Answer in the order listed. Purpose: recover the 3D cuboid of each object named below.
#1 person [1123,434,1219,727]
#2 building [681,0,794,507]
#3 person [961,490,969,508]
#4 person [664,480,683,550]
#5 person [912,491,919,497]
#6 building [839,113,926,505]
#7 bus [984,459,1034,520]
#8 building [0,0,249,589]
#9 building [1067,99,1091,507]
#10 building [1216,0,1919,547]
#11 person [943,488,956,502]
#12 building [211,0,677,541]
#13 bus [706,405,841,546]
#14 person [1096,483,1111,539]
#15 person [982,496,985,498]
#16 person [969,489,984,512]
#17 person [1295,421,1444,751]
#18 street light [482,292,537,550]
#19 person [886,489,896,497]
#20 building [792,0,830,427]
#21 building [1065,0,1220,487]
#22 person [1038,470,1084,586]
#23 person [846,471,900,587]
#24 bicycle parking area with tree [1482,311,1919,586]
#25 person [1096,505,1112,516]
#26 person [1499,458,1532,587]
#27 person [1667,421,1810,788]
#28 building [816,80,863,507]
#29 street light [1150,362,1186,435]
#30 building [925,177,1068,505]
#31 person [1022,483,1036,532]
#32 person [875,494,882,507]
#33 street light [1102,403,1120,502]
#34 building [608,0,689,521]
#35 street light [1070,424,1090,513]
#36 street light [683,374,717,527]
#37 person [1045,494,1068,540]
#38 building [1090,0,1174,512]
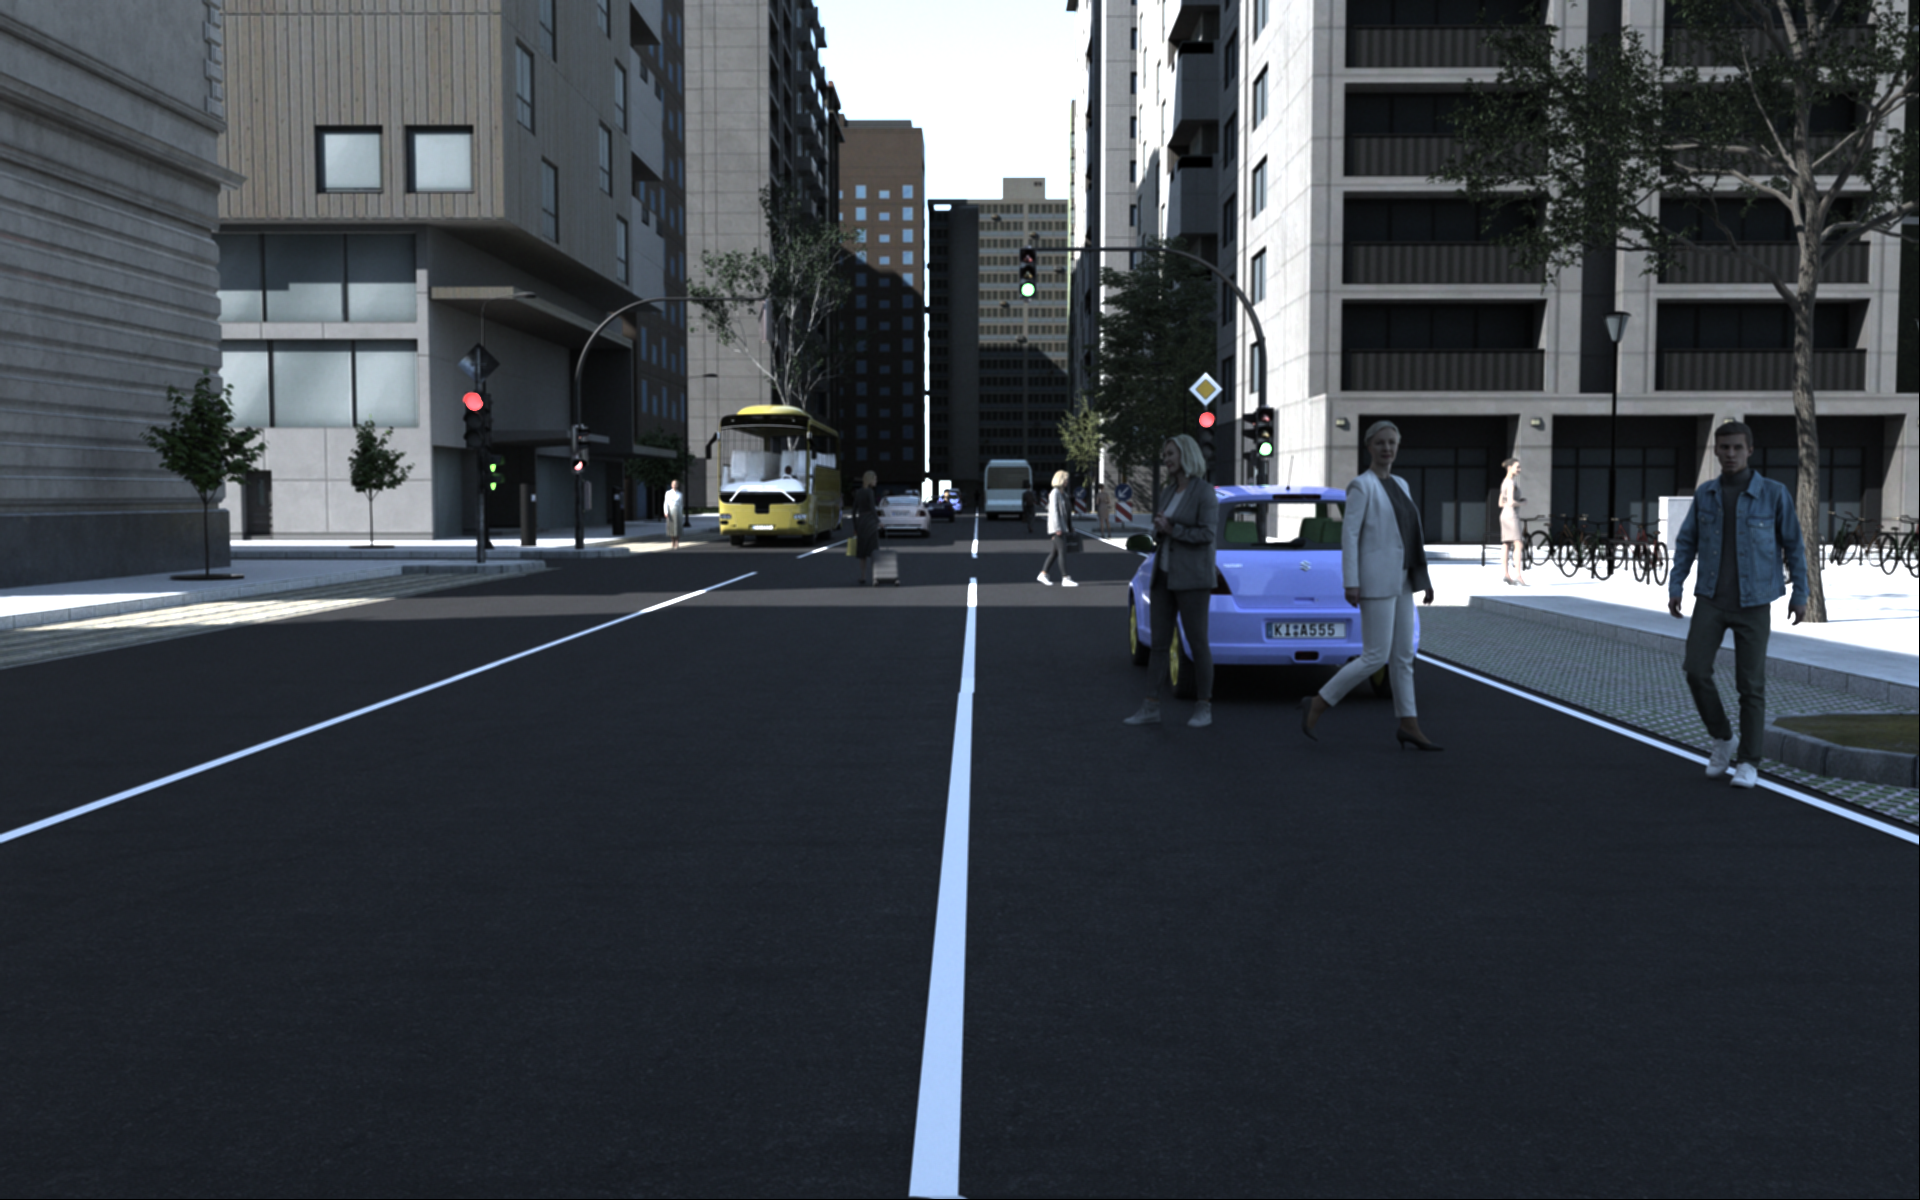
[{"bbox_3d":[1.344,-0.121,10.669,0.526,1.800,0.537,-2,4,-27],"label":"person"},{"bbox_3d":[-20.525,-41.965,124.378,20.563,71.187,20.611,0,4,1],"label":"building"},{"bbox_3d":[0.301,-10.415,178.867,1.350,1.814,0.705,-1,4,-9],"label":"person"},{"bbox_3d":[-7.415,-2.215,44.948,0.478,1.798,0.641,0,4,-5],"label":"person"},{"bbox_3d":[-4.031,-8.639,150.464,1.217,1.736,0.721,-1,4,-12],"label":"person"},{"bbox_3d":[-11.347,-34.057,206.938,14.200,45.320,14.600,0,4,1],"label":"building"},{"bbox_3d":[2.826,-6.403,99.555,2.948,3.499,13.247,0,4,2],"label":"bus"},{"bbox_3d":[-22.167,-12.007,25.196,19.941,23.489,11.050,0,4,1],"label":"building"},{"bbox_3d":[18.319,-30.527,182.709,14.154,41.232,14.086,0,4,1],"label":"building"},{"bbox_3d":[19.291,-37.426,50.160,20.611,71.187,20.563,0,4,1],"label":"building"},{"bbox_3d":[-0.851,-6.697,118.098,1.348,1.812,0.705,3,5,43],"label":"person"},{"bbox_3d":[-25.482,-28.699,58.470,28.713,52.752,27.495,0,4,1],"label":"building"},{"bbox_3d":[-5.221,-3.665,51.471,2.896,3.916,12.252,0,3,0],"label":"bus"},{"bbox_3d":[4.612,-2.872,55.805,0.599,1.781,0.374,-1,4,-20],"label":"person"},{"bbox_3d":[2.111,-8.229,143.569,0.750,1.759,0.617,-1,4,-11],"label":"person"},{"bbox_3d":[1.358,-8.048,140.090,1.348,1.822,0.705,-1,4,-18],"label":"person"},{"bbox_3d":[2.321,-0.085,9.764,0.818,1.842,0.514,2,4,27],"label":"person"},{"bbox_3d":[-10.453,-4.129,40.058,1.470,5.913,1.316,0,4,1],"label":"street light"},{"bbox_3d":[-5.500,-7.958,138.758,1.348,1.807,0.705,-1,4,-17],"label":"person"},{"bbox_3d":[-23.210,-32.493,150.864,23.786,49.044,30.456,0,4,1],"label":"building"},{"bbox_3d":[24.796,-35.003,161.536,28.713,52.752,27.495,0,4,1],"label":"building"},{"bbox_3d":[1.574,-1.130,27.158,0.728,1.800,0.709,2,4,26],"label":"person"},{"bbox_3d":[-1.391,-1.136,27.292,0.699,1.804,1.509,-1,4,-10],"label":"person"},{"bbox_3d":[12.940,-2.492,27.749,8.231,4.147,9.016,1,4,9],"label":"bicycle parking area with tree"},{"bbox_3d":[8.170,-5.358,99.145,1.012,1.151,0.738,0,4,-8],"label":"person"},{"bbox_3d":[7.734,-1.086,24.142,0.374,1.781,0.599,0,4,3],"label":"person"},{"bbox_3d":[3.841,0.017,8.564,0.601,1.785,0.444,3,5,44],"label":"person"},{"bbox_3d":[-25.153,-32.053,178.690,28.867,44.769,22.147,0,4,1],"label":"building"},{"bbox_3d":[7.384,-5.417,61.117,1.470,5.913,1.316,0,4,1],"label":"street light"},{"bbox_3d":[7.833,-31.989,214.902,23.993,40.220,32.217,0,4,1],"label":"building"},{"bbox_3d":[2.596,-3.464,65.095,0.622,1.834,0.822,2,4,24],"label":"person"},{"bbox_3d":[-7.120,-8.516,150.958,0.991,1.433,0.599,3,4,37],"label":"person"},{"bbox_3d":[7.593,-7.077,88.248,1.470,5.913,1.316,0,4,1],"label":"street light"},{"bbox_3d":[-21.971,-26.749,87.455,14.600,45.320,14.200,0,4,1],"label":"building"},{"bbox_3d":[7.947,-8.691,114.642,1.470,5.913,1.316,0,4,1],"label":"street light"},{"bbox_3d":[-10.062,-5.780,67.043,1.470,5.913,1.316,0,4,1],"label":"street light"},{"bbox_3d":[2.980,-2.746,53.754,0.716,1.782,0.532,1,4,20],"label":"person"},{"bbox_3d":[20.642,-36.148,133.022,21.231,58.520,28.212,0,4,1],"label":"building"}]
